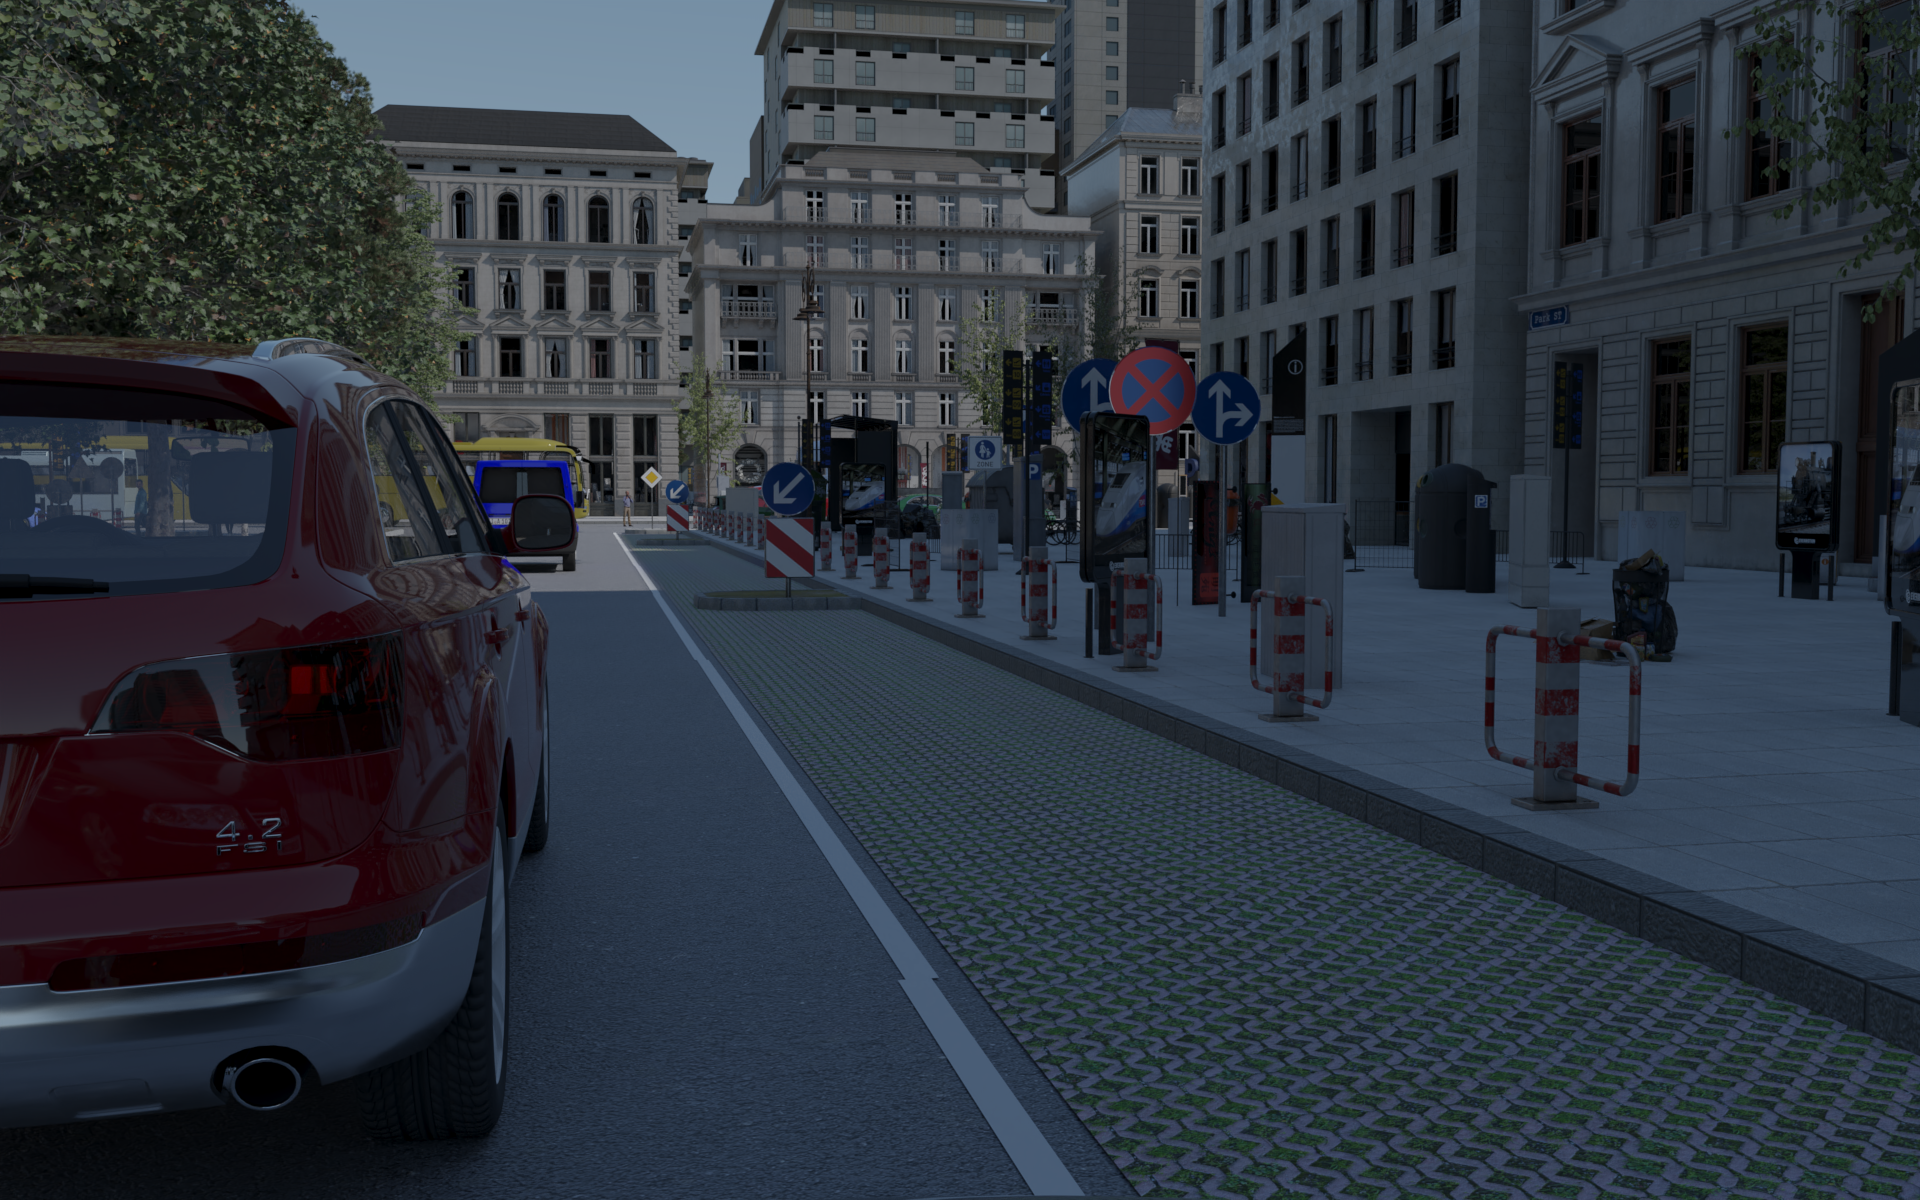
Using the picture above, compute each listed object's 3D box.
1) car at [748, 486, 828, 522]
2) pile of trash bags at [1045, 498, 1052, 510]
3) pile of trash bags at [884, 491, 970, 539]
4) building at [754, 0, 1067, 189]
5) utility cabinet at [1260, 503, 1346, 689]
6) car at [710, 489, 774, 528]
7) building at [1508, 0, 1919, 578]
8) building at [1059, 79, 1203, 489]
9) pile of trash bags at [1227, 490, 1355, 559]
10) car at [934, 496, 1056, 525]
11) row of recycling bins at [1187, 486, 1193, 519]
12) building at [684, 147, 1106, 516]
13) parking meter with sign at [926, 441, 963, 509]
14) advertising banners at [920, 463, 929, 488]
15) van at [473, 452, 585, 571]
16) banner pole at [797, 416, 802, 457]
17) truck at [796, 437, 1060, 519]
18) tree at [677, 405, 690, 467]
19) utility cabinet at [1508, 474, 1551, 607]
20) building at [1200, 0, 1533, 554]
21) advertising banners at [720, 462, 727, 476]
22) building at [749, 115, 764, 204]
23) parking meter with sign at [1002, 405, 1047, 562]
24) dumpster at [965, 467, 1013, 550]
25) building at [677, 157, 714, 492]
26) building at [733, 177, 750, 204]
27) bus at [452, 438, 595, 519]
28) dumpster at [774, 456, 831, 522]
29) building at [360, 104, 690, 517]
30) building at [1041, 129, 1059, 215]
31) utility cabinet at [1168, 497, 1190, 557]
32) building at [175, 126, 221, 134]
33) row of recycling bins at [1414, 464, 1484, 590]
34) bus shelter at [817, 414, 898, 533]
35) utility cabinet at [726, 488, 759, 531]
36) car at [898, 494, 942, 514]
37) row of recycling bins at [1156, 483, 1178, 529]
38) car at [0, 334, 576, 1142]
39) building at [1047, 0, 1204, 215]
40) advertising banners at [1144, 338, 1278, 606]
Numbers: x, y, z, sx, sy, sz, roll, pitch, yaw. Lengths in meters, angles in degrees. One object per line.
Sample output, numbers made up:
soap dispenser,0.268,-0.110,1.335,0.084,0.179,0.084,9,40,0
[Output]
car,-6.938,-3.951,73.270,5.304,1.827,2.281,-1,4,-11
pile of trash bags,3.509,-5.193,94.656,3.447,1.369,1.912,2,4,33
pile of trash bags,-0.983,-2.460,49.966,3.447,1.369,1.912,-1,4,-9
building,-5.819,-36.268,182.218,28.713,52.752,27.495,-1,4,-12
utility cabinet,2.329,-0.044,11.877,0.306,1.237,1.020,0,4,-6
car,-8.216,-3.673,69.836,4.222,1.686,2.009,-1,4,-12
building,18.655,-11.657,26.750,11.583,22.565,21.152,-1,4,-12
building,20.081,-19.191,111.042,25.104,27.353,12.463,-1,4,-12
pile of trash bags,6.336,-1.538,34.897,1.912,1.369,3.447,-3,4,-36
car,1.409,-3.484,68.767,4.920,1.459,2.131,-1,4,-13
row of recycling bins,11.675,-5.108,90.631,1.069,1.692,3.534,2,4,34
building,-4.483,-16.203,106.726,24.055,21.916,13.314,-1,4,-12
parking meter with sign,-0.252,-3.744,57.477,1.738,3.016,0.543,0,4,-1
advertising banners,-1.259,-6.184,97.300,2.074,3.025,0.090,-1,4,-19
van,-8.394,-1.781,33.503,2.240,2.365,5.245,-1,4,-13
banner pole,-5.038,-4.006,55.521,0.401,3.779,0.863,2,4,25
truck,0.772,-5.721,83.293,18.799,4.110,2.967,-1,4,-11
tree,-29.752,-15.865,166.823,7.806,13.903,7.818,0,3,0
utility cabinet,6.535,-0.684,19.854,0.318,1.500,1.173,1,4,10
building,14.207,-11.676,45.650,10.420,20.320,16.860,-1,4,-12
advertising banners,-12.371,-6.074,95.490,2.074,3.025,0.090,1,4,14
building,-16.836,-33.755,202.005,14.600,45.320,14.200,-1,4,-12
parking meter with sign,1.275,-2.252,33.088,0.543,3.016,1.738,-1,4,-13
dumpster,0.918,-1.931,37.332,1.264,1.857,1.865,-1,4,-12
building,-50.397,-41.456,267.035,27.495,52.752,28.713,-1,4,-12
building,-24.824,-39.448,268.681,21.600,48.544,21.300,-1,4,-12
bus,-22.273,-5.157,75.869,12.252,3.916,2.896,-1,4,-10
dumpster,-4.221,-2.628,45.469,1.502,2.255,1.985,-1,4,-12
building,-26.016,-16.636,100.873,19.941,23.489,11.050,-1,4,-12
building,2.971,-34.044,206.724,14.200,45.320,14.600,-1,4,-12
utility cabinet,4.509,-1.504,35.745,0.306,1.237,1.020,1,4,16
building,-47.789,-18.590,97.459,24.014,27.812,14.314,-1,4,-12
row of recycling bins,7.034,-1.081,24.781,1.069,1.692,3.534,1,4,14
bus shelter,-3.236,-3.853,54.278,1.731,3.624,6.357,-1,4,-12
utility cabinet,-7.531,-3.135,59.941,1.173,1.500,0.318,2,4,28
car,-1.156,-3.718,72.587,4.920,1.459,2.131,-1,4,-14
row of recycling bins,6.496,-3.494,64.233,3.534,1.692,1.069,-1,4,-19
car,-2.324,0.213,5.187,2.281,1.827,5.304,-1,4,-12
building,20.645,-46.989,206.524,20.611,71.187,20.563,-1,4,-12
advertising banners,2.908,-1.458,20.029,2.074,3.025,0.090,-2,4,-35
